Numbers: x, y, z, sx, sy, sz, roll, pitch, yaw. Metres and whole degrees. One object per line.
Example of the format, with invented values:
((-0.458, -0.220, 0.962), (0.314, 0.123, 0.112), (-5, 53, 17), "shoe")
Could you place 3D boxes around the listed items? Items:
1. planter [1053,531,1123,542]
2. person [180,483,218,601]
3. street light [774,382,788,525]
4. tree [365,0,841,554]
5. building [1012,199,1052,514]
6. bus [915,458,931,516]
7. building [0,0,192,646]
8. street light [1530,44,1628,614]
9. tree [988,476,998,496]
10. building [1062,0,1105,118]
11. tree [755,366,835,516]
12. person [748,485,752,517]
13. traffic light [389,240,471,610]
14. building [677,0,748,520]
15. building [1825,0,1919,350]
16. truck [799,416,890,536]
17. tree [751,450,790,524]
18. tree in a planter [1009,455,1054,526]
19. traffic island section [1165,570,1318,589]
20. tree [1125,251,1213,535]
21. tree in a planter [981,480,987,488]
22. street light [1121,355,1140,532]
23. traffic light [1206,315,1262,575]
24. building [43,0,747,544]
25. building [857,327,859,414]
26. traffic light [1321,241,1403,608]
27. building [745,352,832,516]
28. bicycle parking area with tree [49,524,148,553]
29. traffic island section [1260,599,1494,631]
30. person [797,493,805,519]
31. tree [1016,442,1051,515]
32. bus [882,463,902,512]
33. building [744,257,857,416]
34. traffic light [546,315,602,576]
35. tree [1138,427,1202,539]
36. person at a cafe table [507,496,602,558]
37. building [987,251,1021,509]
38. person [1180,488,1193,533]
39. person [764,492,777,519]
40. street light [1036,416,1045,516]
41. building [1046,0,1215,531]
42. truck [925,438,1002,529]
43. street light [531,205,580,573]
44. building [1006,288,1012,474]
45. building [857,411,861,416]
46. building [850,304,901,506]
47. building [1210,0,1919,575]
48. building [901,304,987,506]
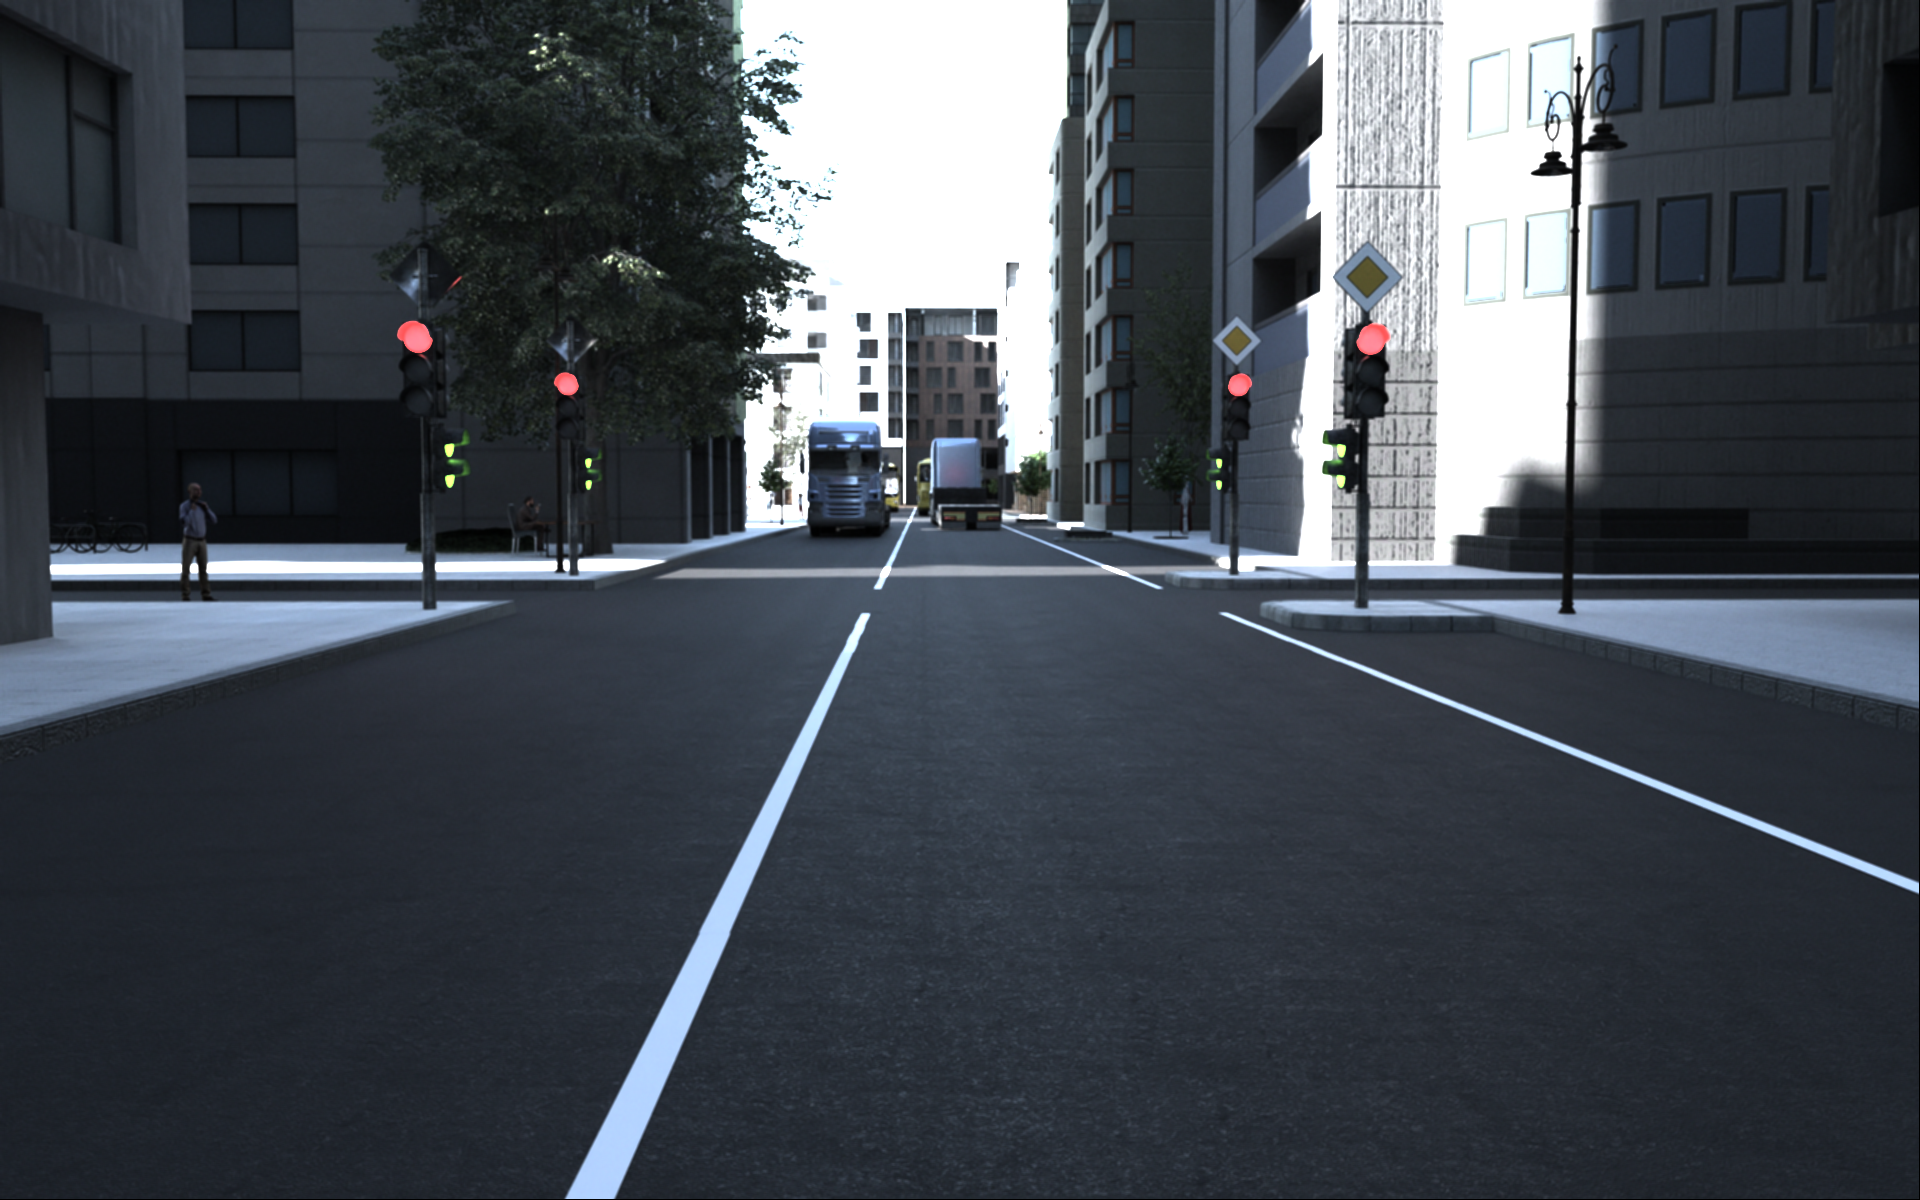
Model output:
((3.831, -1.915, 52.444), (1.991, 0.319, 1.994), (0, 4, -1), "planter")
((-9.971, -0.739, 22.647), (0.319, 1.574, 0.516), (3, 4, 36), "person")
((-7.368, -6.040, 71.546), (0.468, 5.910, 1.993), (0, 4, -1), "street light")
((-7.681, -7.961, 36.813), (9.857, 13.997, 8.962), (0, 3, 0), "tree")
((11.985, -15.945, 117.121), (16.016, 20.091, 11.380), (0, 4, -1), "building")
((-1.641, -7.725, 117.858), (2.896, 3.916, 12.252), (0, 4, -1), "bus")
((-14.044, -20.024, 10.985), (14.086, 41.232, 14.154), (0, 4, -1), "building")
((6.526, -2.792, 18.437), (0.468, 5.910, 1.993), (0, 4, -1), "street light")
((3.639, -11.339, 180.000), (1.663, 3.219, 1.824), (0, 3, 0), "tree")
((12.436, -19.810, 95.593), (14.160, 30.474, 14.107), (0, 4, -1), "building")
((-9.298, -9.089, 98.968), (4.360, 8.622, 3.978), (0, 3, 0), "tree")
((-11.902, -5.570, 97.260), (0.789, 1.805, 0.875), (-1, 4, -9), "person")
((-5.891, -1.850, 19.176), (0.839, 4.253, 0.868), (0, 4, -1), "traffic light")
((-17.541, -24.177, 78.889), (14.154, 41.232, 14.086), (0, 4, -1), "building")
((14.419, -14.685, 11.795), (14.160, 30.474, 14.107), (0, 4, -1), "building")
((-4.027, -4.648, 65.750), (2.967, 4.110, 18.799), (0, 4, -1), "truck")
((-8.279, -4.909, 74.862), (1.663, 3.219, 1.824), (0, 3, 0), "tree")
((3.240, -5.020, 79.292), (1.991, 3.239, 1.994), (0, 4, -1), "tree in a planter")
((4.374, -0.320, 27.515), (2.009, 0.180, 2.903), (0, 4, -1), "traffic island section")
((7.234, -6.309, 53.510), (4.737, 8.622, 4.395), (0, 3, 0), "tree")
((1.563, -9.749, 156.610), (1.991, 3.239, 1.994), (0, 4, -1), "tree in a planter")
((5.692, -5.205, 57.886), (0.468, 5.910, 1.993), (0, 4, -1), "street light")
((4.334, -2.353, 27.401), (0.839, 4.253, 0.868), (0, 4, -1), "traffic light")
((-17.468, -37.579, 52.669), (20.563, 71.187, 20.611), (0, 4, -1), "building")
((-17.260, -18.542, 159.584), (16.016, 20.091, 11.380), (0, 4, -1), "building")
((4.508, -1.865, 19.417), (0.839, 4.253, 0.868), (0, 4, -1), "traffic light")
((-13.167, -10.678, 116.727), (9.099, 9.664, 28.070), (0, 4, -1), "building")
((-21.842, -3.002, 36.084), (9.016, 4.147, 8.231), (1, 4, 23), "bicycle parking area with tree")
((4.548, 0.168, 19.532), (2.009, 0.180, 2.903), (0, 4, -1), "traffic island section")
((-8.082, -4.790, 88.261), (0.340, 1.345, 0.435), (1, 4, 22), "person")
((5.127, -7.638, 108.598), (4.285, 4.588, 4.351), (0, 3, 0), "tree")
((-6.177, -9.082, 140.044), (2.896, 3.916, 12.252), (0, 4, -2), "bus")
((-16.594, -17.101, 136.026), (16.016, 20.091, 11.380), (0, 4, -1), "building")
((-6.065, -2.339, 27.159), (0.839, 4.253, 0.868), (0, 4, -1), "traffic light")
((6.068, -3.389, 50.013), (1.663, 3.219, 1.824), (0, 3, 0), "tree")
((-8.336, -1.501, 35.408), (1.726, 1.238, 1.698), (0, 4, -1), "person at a cafe table")
((17.379, -19.472, 162.345), (27.936, 21.610, 32.646), (0, 4, -1), "building")
((7.341, -2.923, 56.305), (0.387, 1.526, 0.523), (-2, 4, -27), "person")
((-9.832, -5.051, 89.344), (0.376, 1.734, 0.841), (-3, 4, -39), "person")
((4.749, -7.917, 102.223), (0.468, 5.910, 1.993), (0, 4, -1), "street light")
((18.595, -14.036, 74.531), (27.650, 21.520, 28.899), (0, 4, -1), "building")
((0.068, -5.399, 78.025), (2.967, 4.110, 18.799), (0, 4, -2), "truck")
((-6.526, -3.383, 28.098), (0.468, 5.910, 1.993), (0, 4, -1), "street light")
((11.806, -17.362, 140.294), (16.016, 20.091, 11.380), (0, 4, -1), "building")
((-24.114, -14.198, 174.285), (28.070, 9.664, 9.099), (0, 4, -1), "building")
((-22.828, -21.748, 199.549), (32.646, 21.610, 27.936), (0, 4, -1), "building")
((20.880, -30.195, 35.681), (28.212, 58.520, 21.231), (0, 4, -1), "building")
((9.992, -21.783, 200.125), (32.646, 21.610, 27.936), (0, 4, -1), "building")
